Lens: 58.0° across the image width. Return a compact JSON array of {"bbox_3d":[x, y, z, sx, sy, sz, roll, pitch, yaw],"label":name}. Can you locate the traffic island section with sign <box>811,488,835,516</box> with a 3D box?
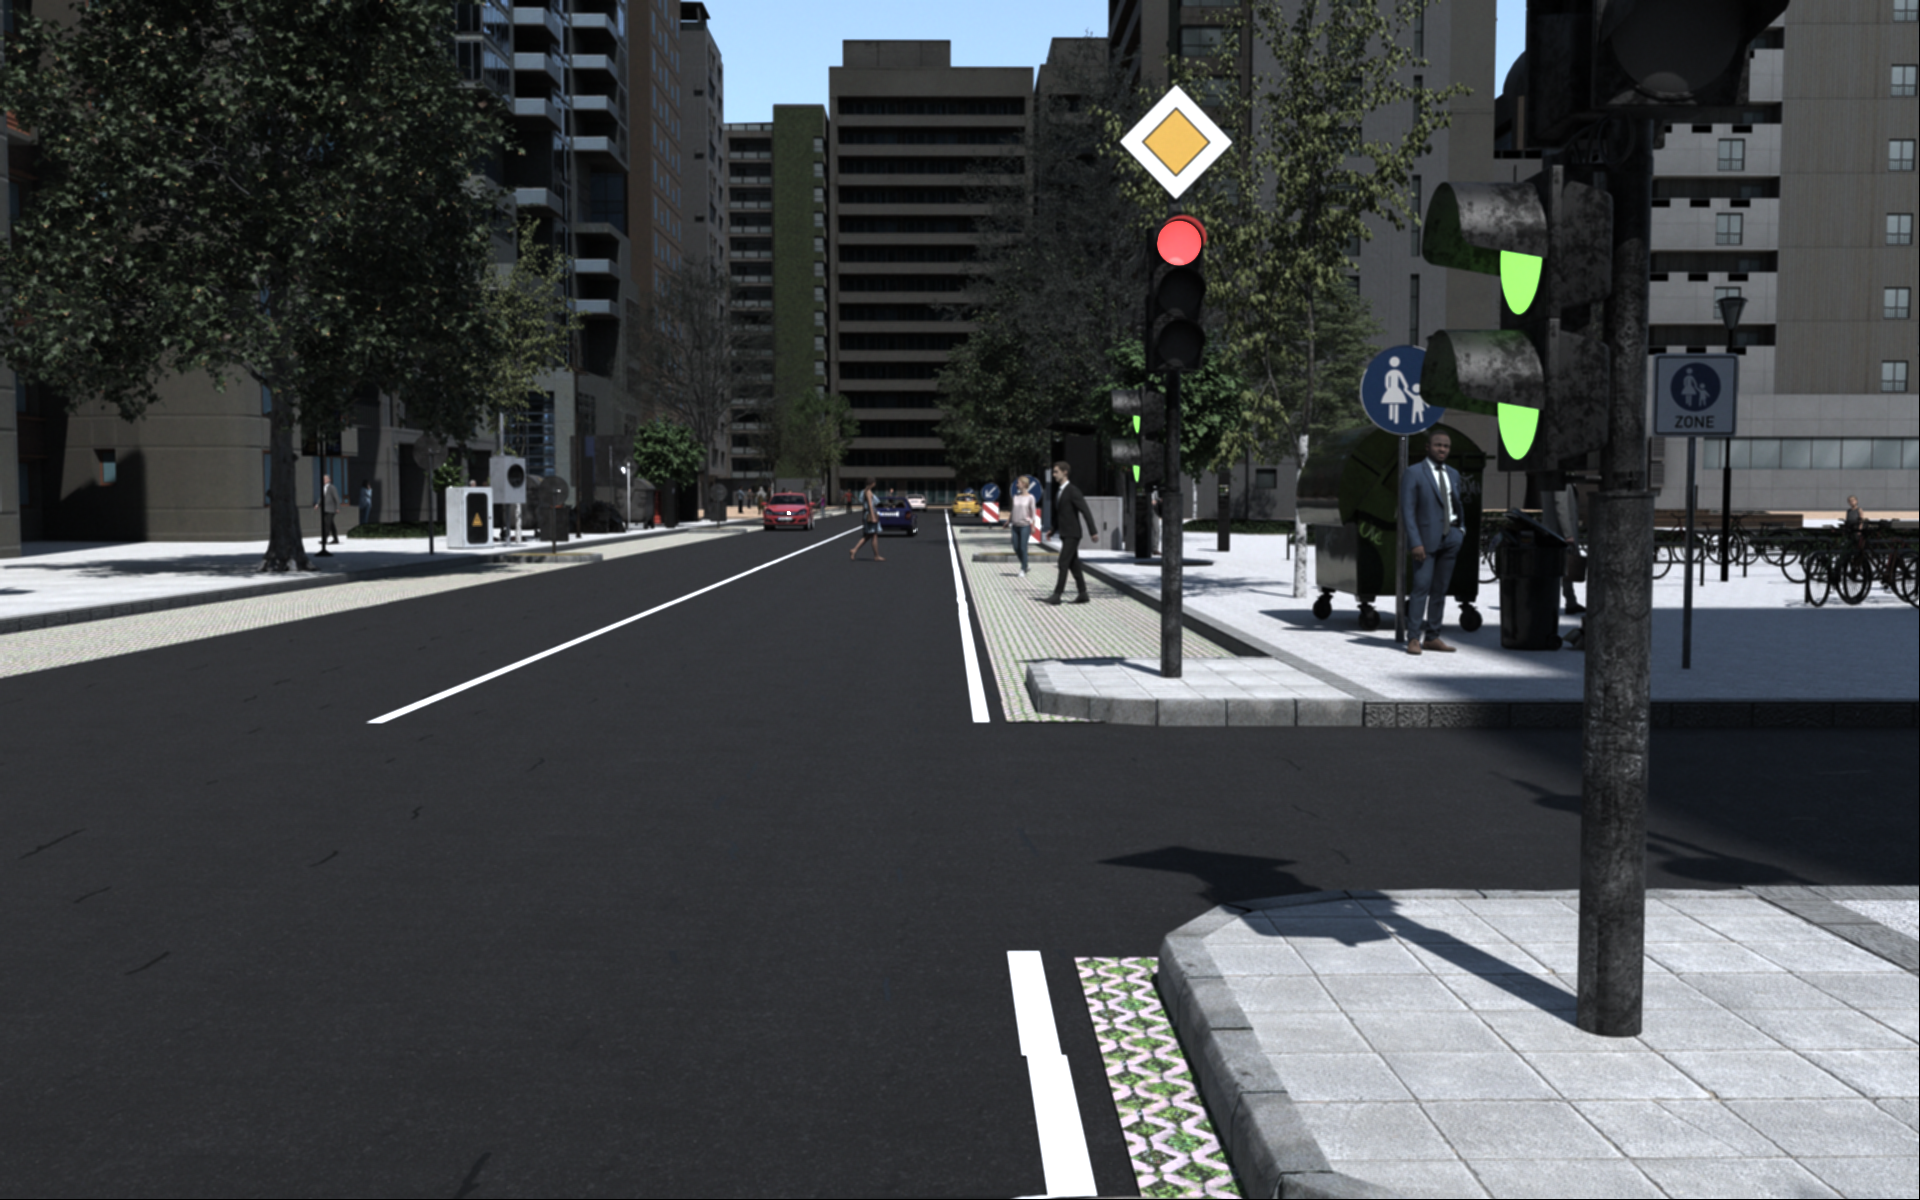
[{"bbox_3d":[-9.420,-6.433,113.807,1.989,1.847,2.006,0,4,-1],"label":"traffic island section with sign"}]

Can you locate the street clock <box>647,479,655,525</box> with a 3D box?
[{"bbox_3d":[-12.836,-4.101,71.619,0.471,2.002,0.358,1,4,11],"label":"street clock"}]

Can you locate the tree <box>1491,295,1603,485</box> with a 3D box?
[{"bbox_3d":[17.430,-6.079,49.749,4.360,8.622,3.978,0,3,0],"label":"tree"}]

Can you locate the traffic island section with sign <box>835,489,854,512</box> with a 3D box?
[{"bbox_3d":[-9.671,-8.082,140.761,1.989,1.847,2.006,0,4,-1],"label":"traffic island section with sign"}]

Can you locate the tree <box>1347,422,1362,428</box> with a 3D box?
[{"bbox_3d":[16.672,-5.332,70.890,4.285,4.588,4.351,0,3,0],"label":"tree"}]

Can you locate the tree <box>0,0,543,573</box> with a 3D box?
[{"bbox_3d":[-11.288,-6.815,28.432,9.611,12.733,9.660,0,3,0],"label":"tree"}]

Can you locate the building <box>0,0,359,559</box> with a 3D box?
[{"bbox_3d":[-32.828,-11.925,40.006,27.650,21.520,28.899,0,4,-1],"label":"building"}]

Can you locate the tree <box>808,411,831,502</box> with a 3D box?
[{"bbox_3d":[-13.384,-12.303,151.508,4.360,8.622,3.978,0,3,0],"label":"tree"}]

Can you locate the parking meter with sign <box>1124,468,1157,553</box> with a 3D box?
[{"bbox_3d":[4.027,-2.553,38.009,0.543,3.016,1.738,-1,4,-13],"label":"parking meter with sign"}]

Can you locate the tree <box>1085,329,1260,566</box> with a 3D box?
[{"bbox_3d":[3.888,-2.918,31.421,4.285,4.588,4.351,0,3,0],"label":"tree"}]

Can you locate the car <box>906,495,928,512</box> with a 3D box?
[{"bbox_3d":[-3.618,-7.832,140.418,2.083,1.381,4.827,0,4,0],"label":"car"}]

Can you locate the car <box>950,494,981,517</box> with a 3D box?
[{"bbox_3d":[0.353,-6.091,109.805,2.015,1.641,3.980,0,4,-1],"label":"car"}]

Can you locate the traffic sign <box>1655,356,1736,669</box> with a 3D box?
[{"bbox_3d":[5.343,-0.645,12.674,0.606,2.300,0.079,0,4,1],"label":"traffic sign"}]

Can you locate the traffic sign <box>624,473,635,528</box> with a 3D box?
[{"bbox_3d":[-12.657,-4.000,65.509,0.768,2.556,0.104,1,4,8],"label":"traffic sign"}]

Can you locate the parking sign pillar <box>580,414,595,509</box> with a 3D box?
[{"bbox_3d":[-12.672,-4.308,58.906,1.447,3.967,1.447,-1,4,-11],"label":"parking sign pillar"}]

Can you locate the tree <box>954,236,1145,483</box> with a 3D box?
[{"bbox_3d":[3.956,-9.703,75.652,9.611,12.733,9.660,0,3,0],"label":"tree"}]

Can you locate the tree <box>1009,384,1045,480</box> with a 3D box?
[{"bbox_3d":[3.681,-9.270,101.924,4.360,8.622,3.978,0,3,0],"label":"tree"}]

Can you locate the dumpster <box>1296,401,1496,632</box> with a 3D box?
[{"bbox_3d":[4.220,-0.880,16.887,1.502,2.255,1.985,0,4,-1],"label":"dumpster"}]

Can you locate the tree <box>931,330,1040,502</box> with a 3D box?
[{"bbox_3d":[2.428,-13.753,131.511,9.857,13.997,8.962,0,3,0],"label":"tree"}]

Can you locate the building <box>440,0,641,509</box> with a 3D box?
[{"bbox_3d":[-30.905,-48.215,100.979,22.319,86.520,31.000,0,4,-1],"label":"building"}]

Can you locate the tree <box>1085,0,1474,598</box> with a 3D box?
[{"bbox_3d":[3.995,-4.337,21.277,4.737,8.622,4.395,0,3,0],"label":"tree"}]

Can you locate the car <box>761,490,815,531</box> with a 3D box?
[{"bbox_3d":[-6.826,-3.676,69.148,2.155,1.783,4.494,0,4,-2],"label":"car"}]

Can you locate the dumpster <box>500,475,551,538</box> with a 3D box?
[{"bbox_3d":[-12.813,-2.770,51.041,1.264,1.857,1.865,0,4,0],"label":"dumpster"}]

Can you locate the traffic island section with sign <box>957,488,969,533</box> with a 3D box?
[{"bbox_3d":[0.999,-3.378,63.865,1.989,1.847,2.006,0,4,-1],"label":"traffic island section with sign"}]

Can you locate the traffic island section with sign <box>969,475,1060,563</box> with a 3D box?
[{"bbox_3d":[1.266,-1.722,36.781,1.989,1.847,2.006,0,4,-1],"label":"traffic island section with sign"}]

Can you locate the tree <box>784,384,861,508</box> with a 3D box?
[{"bbox_3d":[-13.081,-14.590,164.298,9.928,11.665,9.643,0,3,0],"label":"tree"}]

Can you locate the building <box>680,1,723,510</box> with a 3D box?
[{"bbox_3d":[-27.405,-28.360,147.280,14.086,41.232,14.154,0,4,-1],"label":"building"}]

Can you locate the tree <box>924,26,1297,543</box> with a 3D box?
[{"bbox_3d":[4.237,-8.298,46.037,12.009,13.543,11.850,0,3,0],"label":"tree"}]

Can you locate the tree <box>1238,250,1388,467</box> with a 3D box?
[{"bbox_3d":[16.257,-9.933,80.527,7.486,12.596,7.792,0,3,0],"label":"tree"}]

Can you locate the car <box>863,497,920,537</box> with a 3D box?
[{"bbox_3d":[-2.363,-2.850,59.171,1.945,1.354,3.894,0,4,0],"label":"car"}]

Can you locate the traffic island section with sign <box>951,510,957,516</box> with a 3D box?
[{"bbox_3d":[0.508,-6.466,114.347,1.989,1.847,2.006,0,4,-1],"label":"traffic island section with sign"}]

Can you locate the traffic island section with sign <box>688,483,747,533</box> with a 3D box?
[{"bbox_3d":[-8.913,-3.382,63.917,1.989,1.847,2.006,0,4,-1],"label":"traffic island section with sign"}]

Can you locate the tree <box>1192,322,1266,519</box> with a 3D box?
[{"bbox_3d":[8.923,-6.988,64.624,4.360,8.622,3.978,0,3,0],"label":"tree"}]

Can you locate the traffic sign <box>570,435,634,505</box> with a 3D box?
[{"bbox_3d":[-12.444,-4.056,60.187,2.265,3.308,0.079,0,4,6],"label":"traffic sign"}]

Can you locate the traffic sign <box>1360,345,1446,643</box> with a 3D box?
[{"bbox_3d":[3.809,-0.906,14.911,0.768,2.556,0.104,0,4,2],"label":"traffic sign"}]

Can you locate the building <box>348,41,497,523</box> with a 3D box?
[{"bbox_3d":[-30.976,-38.713,71.203,20.563,71.187,20.611,0,4,-1],"label":"building"}]

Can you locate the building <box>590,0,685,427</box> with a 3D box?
[{"bbox_3d":[-27.975,-29.034,124.824,14.600,45.320,14.200,0,4,-1],"label":"building"}]

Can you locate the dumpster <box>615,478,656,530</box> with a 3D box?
[{"bbox_3d":[-11.847,-3.509,63.137,1.264,1.857,1.865,0,4,-1],"label":"dumpster"}]

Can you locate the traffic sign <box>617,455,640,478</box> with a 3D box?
[{"bbox_3d":[-11.147,-3.579,58.249,0.795,2.593,0.064,0,4,8],"label":"traffic sign"}]

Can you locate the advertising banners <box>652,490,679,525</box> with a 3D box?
[{"bbox_3d":[-12.730,-4.693,72.913,2.074,3.025,0.090,2,4,25],"label":"advertising banners"}]

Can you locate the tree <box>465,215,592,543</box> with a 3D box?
[{"bbox_3d":[-11.711,-5.771,44.724,4.737,8.622,4.395,0,3,0],"label":"tree"}]

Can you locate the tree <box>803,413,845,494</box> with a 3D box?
[{"bbox_3d":[-12.425,-12.634,156.925,4.737,8.622,4.395,0,3,0],"label":"tree"}]

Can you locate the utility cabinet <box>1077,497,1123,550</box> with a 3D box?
[{"bbox_3d":[3.205,-1.747,39.732,1.020,1.237,0.306,2,4,27],"label":"utility cabinet"}]

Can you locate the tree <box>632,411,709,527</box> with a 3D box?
[{"bbox_3d":[-11.623,-5.179,68.391,4.285,4.588,4.351,0,3,0],"label":"tree"}]

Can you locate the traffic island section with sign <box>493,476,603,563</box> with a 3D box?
[{"bbox_3d":[-8.656,-1.715,36.661,1.989,1.847,2.006,0,4,-1],"label":"traffic island section with sign"}]

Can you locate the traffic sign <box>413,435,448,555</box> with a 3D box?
[{"bbox_3d":[-11.149,-2.224,36.469,0.768,2.556,0.104,0,4,5],"label":"traffic sign"}]

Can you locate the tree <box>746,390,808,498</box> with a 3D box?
[{"bbox_3d":[-12.906,-10.314,118.991,4.360,8.622,3.978,0,3,0],"label":"tree"}]

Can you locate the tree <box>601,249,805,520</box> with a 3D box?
[{"bbox_3d":[-12.799,-10.795,86.863,12.009,13.543,11.850,0,3,0],"label":"tree"}]

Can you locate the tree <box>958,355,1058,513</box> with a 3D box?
[{"bbox_3d":[3.709,-11.932,120.844,9.928,11.665,9.643,0,3,0],"label":"tree"}]

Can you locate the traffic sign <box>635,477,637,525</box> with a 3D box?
[{"bbox_3d":[-13.284,-4.344,71.033,0.884,2.594,0.081,0,4,5],"label":"traffic sign"}]

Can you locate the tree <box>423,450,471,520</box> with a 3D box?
[{"bbox_3d":[-19.096,-4.229,63.749,1.663,3.219,1.824,0,3,0],"label":"tree"}]
